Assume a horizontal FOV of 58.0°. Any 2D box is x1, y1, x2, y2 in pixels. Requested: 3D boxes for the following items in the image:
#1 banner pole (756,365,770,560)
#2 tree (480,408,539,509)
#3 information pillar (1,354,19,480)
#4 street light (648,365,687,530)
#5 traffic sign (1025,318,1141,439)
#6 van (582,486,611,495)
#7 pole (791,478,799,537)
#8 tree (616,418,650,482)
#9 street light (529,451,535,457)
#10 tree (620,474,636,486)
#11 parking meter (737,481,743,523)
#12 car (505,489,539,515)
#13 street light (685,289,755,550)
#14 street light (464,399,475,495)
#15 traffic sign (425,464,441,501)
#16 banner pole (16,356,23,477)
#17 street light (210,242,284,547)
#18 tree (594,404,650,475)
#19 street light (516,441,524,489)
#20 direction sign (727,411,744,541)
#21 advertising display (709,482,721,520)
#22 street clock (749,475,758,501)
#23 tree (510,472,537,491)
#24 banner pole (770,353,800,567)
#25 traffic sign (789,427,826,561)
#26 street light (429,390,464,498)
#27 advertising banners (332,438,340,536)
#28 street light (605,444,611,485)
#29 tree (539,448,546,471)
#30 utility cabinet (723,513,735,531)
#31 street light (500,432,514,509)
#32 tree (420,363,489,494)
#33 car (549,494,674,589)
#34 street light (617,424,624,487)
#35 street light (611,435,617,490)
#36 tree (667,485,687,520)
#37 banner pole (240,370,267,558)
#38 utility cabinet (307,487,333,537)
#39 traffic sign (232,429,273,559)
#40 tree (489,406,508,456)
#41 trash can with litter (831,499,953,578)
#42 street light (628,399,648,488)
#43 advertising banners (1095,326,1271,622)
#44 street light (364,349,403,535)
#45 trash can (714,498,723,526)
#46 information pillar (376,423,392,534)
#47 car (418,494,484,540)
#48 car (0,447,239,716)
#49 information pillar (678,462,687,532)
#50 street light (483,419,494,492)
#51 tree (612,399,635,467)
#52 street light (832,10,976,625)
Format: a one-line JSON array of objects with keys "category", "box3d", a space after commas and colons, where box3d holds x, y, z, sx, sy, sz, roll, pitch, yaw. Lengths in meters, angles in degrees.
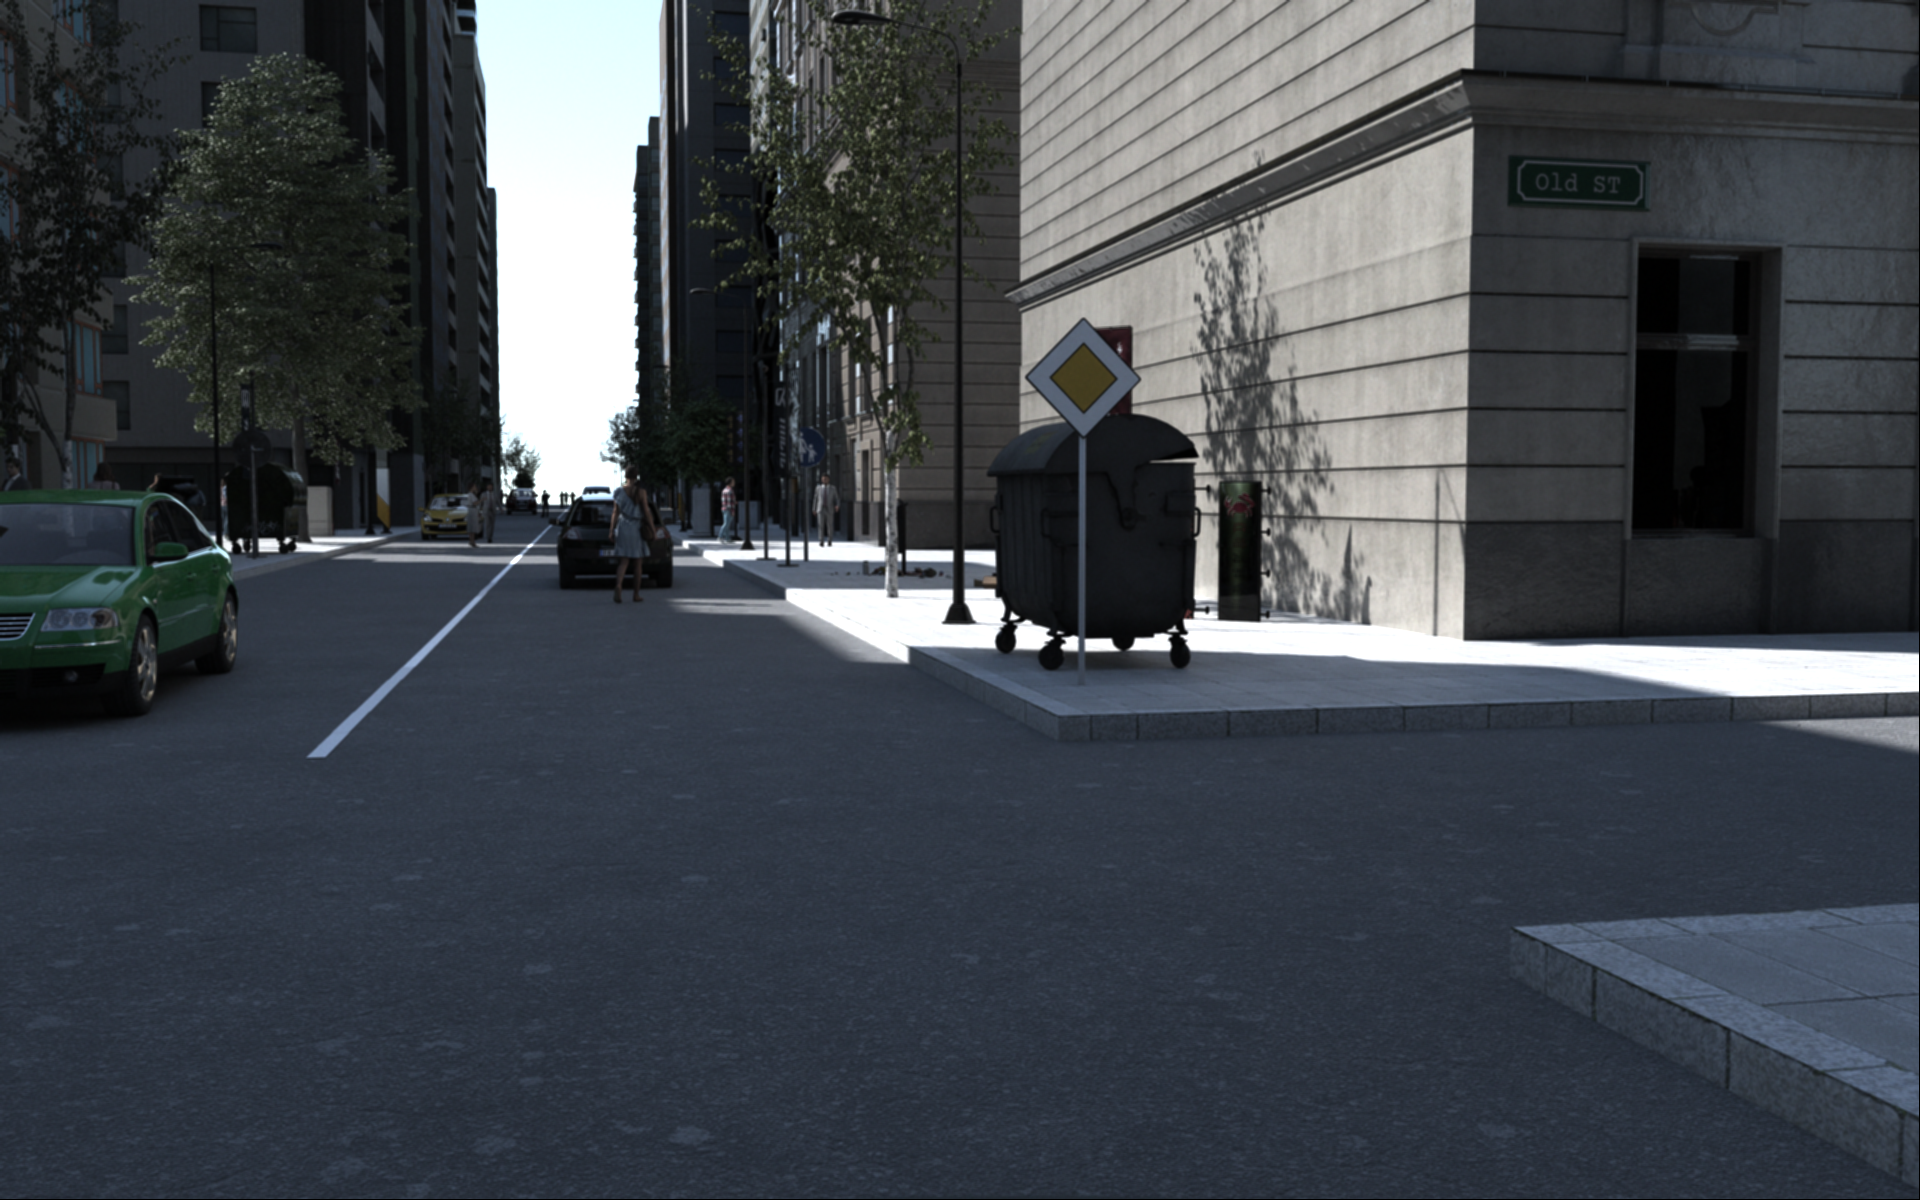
[{"category": "banner pole", "box3d": [-3.559, -2.676, 33.766, 0.863, 3.779, 0.401, 0, 4, -6]}, {"category": "tree", "box3d": [-38.456, -11.926, 145.347, 4.360, 8.622, 3.978, 0, 3, 0]}, {"category": "information pillar", "box3d": [-15.993, -2.314, 29.197, 0.504, 3.616, 0.183, 3, 5, 43]}, {"category": "street light", "box3d": [-10.331, -5.493, 62.359, 1.470, 5.913, 1.316, -1, 4, -12]}, {"category": "traffic sign", "box3d": [0.838, -0.571, 11.524, 0.795, 2.593, 0.064, -1, 4, -12]}, {"category": "van", "box3d": [-18.432, -4.940, 87.788, 2.013, 2.044, 4.112, -1, 4, -13]}, {"category": "pole", "box3d": [-4.997, -3.578, 52.337, 0.158, 3.312, 0.155, 0, 3, 0]}, {"category": "tree", "box3d": [-31.632, -13.356, 168.730, 4.360, 8.622, 3.978, 0, 3, 0]}, {"category": "street light", "box3d": [-47.421, -13.228, 188.822, 1.470, 5.913, 1.316, -1, 4, -12]}, {"category": "tree", "box3d": [-28.373, -9.384, 148.026, 1.663, 3.219, 1.824, 0, 3, 0]}, {"category": "parking meter", "box3d": [-9.818, -4.343, 76.716, 0.255, 1.863, 0.399, 2, 4, 35]}, {"category": "car", "box3d": [-30.521, -6.845, 120.596, 2.281, 1.827, 5.304, -1, 4, -14]}, {"category": "street light", "box3d": [-5.406, -4.093, 39.465, 1.470, 5.913, 1.316, -1, 4, -12]}, {"category": "street light", "box3d": [-24.577, -6.836, 84.314, 1.470, 5.913, 1.316, -1, 4, -12]}, {"category": "traffic sign", "box3d": [-22.989, -4.602, 75.241, 0.884, 2.594, 0.081, 0, 4, -5]}, {"category": "banner pole", "box3d": [-16.890, -2.513, 31.111, 0.401, 3.779, 0.863, -1, 4, -21]}, {"category": "street light", "box3d": [-13.179, -3.637, 32.009, 1.470, 5.913, 1.316, -1, 4, -12]}, {"category": "tree", "box3d": [-33.985, -14.980, 179.340, 8.767, 10.594, 7.601, 1, 4, 13]}, {"category": "street light", "box3d": [-39.548, -11.034, 152.940, 1.470, 5.913, 1.316, -1, 4, -12]}, {"category": "direction sign", "box3d": [-6.155, -3.394, 47.482, 0.379, 3.537, 0.876, -3, 4, -37]}, {"category": "advertising display", "box3d": [-12.130, -4.922, 85.696, 0.123, 1.923, 0.974, 2, 4, 26]}, {"category": "street clock", "box3d": [-7.679, -3.645, 64.172, 0.358, 2.002, 0.471, 1, 4, 16]}, {"category": "tree", "box3d": [-57.176, -14.856, 226.605, 4.285, 4.588, 4.351, 0, 3, 0]}, {"category": "banner pole", "box3d": [-2.947, -2.469, 30.391, 0.401, 3.779, 0.863, -2, 4, -26]}, {"category": "traffic sign", "box3d": [-2.935, -2.010, 32.967, 0.768, 2.556, 0.104, 0, 4, -4]}, {"category": "street light", "box3d": [-23.069, -6.407, 77.303, 1.470, 5.913, 1.316, -1, 4, -12]}, {"category": "advertising banners", "box3d": [-19.377, -3.490, 53.254, 0.090, 3.025, 2.074, 0, 4, -1]}, {"category": "street light", "box3d": [-31.706, -11.446, 159.680, 1.470, 5.913, 1.316, -1, 4, -12]}, {"category": "tree", "box3d": [-49.026, -14.854, 193.218, 4.360, 8.622, 3.978, 0, 3, 0]}, {"category": "utility cabinet", "box3d": [-8.202, -3.073, 61.413, 0.306, 1.237, 1.020, 0, 4, 1]}, {"category": "street light", "box3d": [-34.611, -9.655, 130.398, 1.470, 5.913, 1.316, -1, 4, -12]}, {"category": "tree", "box3d": [-28.898, -8.920, 96.208, 4.737, 8.622, 4.395, 0, 3, 0]}, {"category": "car", "box3d": [-5.557, -1.097, 27.728, 2.009, 1.686, 4.222, -1, 4, -13]}, {"category": "street light", "box3d": [-21.764, -8.689, 114.610, 1.470, 5.913, 1.316, -1, 4, -12]}, {"category": "street light", "box3d": [-26.653, -10.069, 137.163, 1.470, 5.913, 1.316, -1, 4, -12]}, {"category": "tree", "box3d": [-14.276, -5.687, 87.587, 1.663, 3.219, 1.824, 0, 3, 0]}, {"category": "banner pole", "box3d": [-14.270, -2.740, 34.816, 0.401, 3.779, 0.863, 0, 4, -1]}, {"category": "utility cabinet", "box3d": [-19.153, -2.595, 51.110, 1.173, 1.500, 0.318, 0, 4, 5]}, {"category": "traffic sign", "box3d": [-13.948, -2.083, 34.160, 0.768, 2.556, 0.104, 0, 4, -7]}, {"category": "tree", "box3d": [-29.441, -9.346, 103.165, 4.737, 8.622, 4.395, 0, 3, 0]}, {"category": "trash can with litter", "box3d": [-0.896, -0.983, 27.129, 1.678, 1.210, 2.233, -2, 4, -34]}, {"category": "street light", "box3d": [-15.347, -6.871, 84.884, 1.470, 5.913, 1.316, -1, 4, -12]}, {"category": "advertising banners", "box3d": [2.213, -1.320, 17.775, 2.074, 3.025, 0.090, 2, 4, 34]}, {"category": "street light", "box3d": [-18.073, -5.016, 54.560, 1.470, 5.913, 1.316, -1, 4, -12]}, {"category": "trash can", "box3d": [-9.880, -3.610, 70.674, 0.748, 1.137, 0.748, 0, 3, 0]}, {"category": "information pillar", "box3d": [-18.676, -3.959, 56.088, 0.504, 3.616, 0.183, 2, 4, 25]}, {"category": "car", "box3d": [-16.185, -2.755, 55.272, 2.015, 1.641, 3.980, -1, 4, -11]}, {"category": "car", "box3d": [-6.423, -0.219, 12.374, 1.959, 1.807, 4.718, -1, 4, -13]}, {"category": "information pillar", "box3d": [-9.487, -4.141, 59.059, 0.183, 3.616, 0.504, 1, 4, 10]}, {"category": "street light", "box3d": [-29.621, -8.254, 107.489, 1.470, 5.913, 1.316, -1, 4, -12]}, {"category": "tree", "box3d": [-13.171, -7.964, 80.567, 4.737, 8.622, 4.395, 0, 3, 0]}, {"category": "street light", "box3d": [-0.542, -2.714, 16.907, 1.470, 5.913, 1.316, -1, 4, -12]}]
